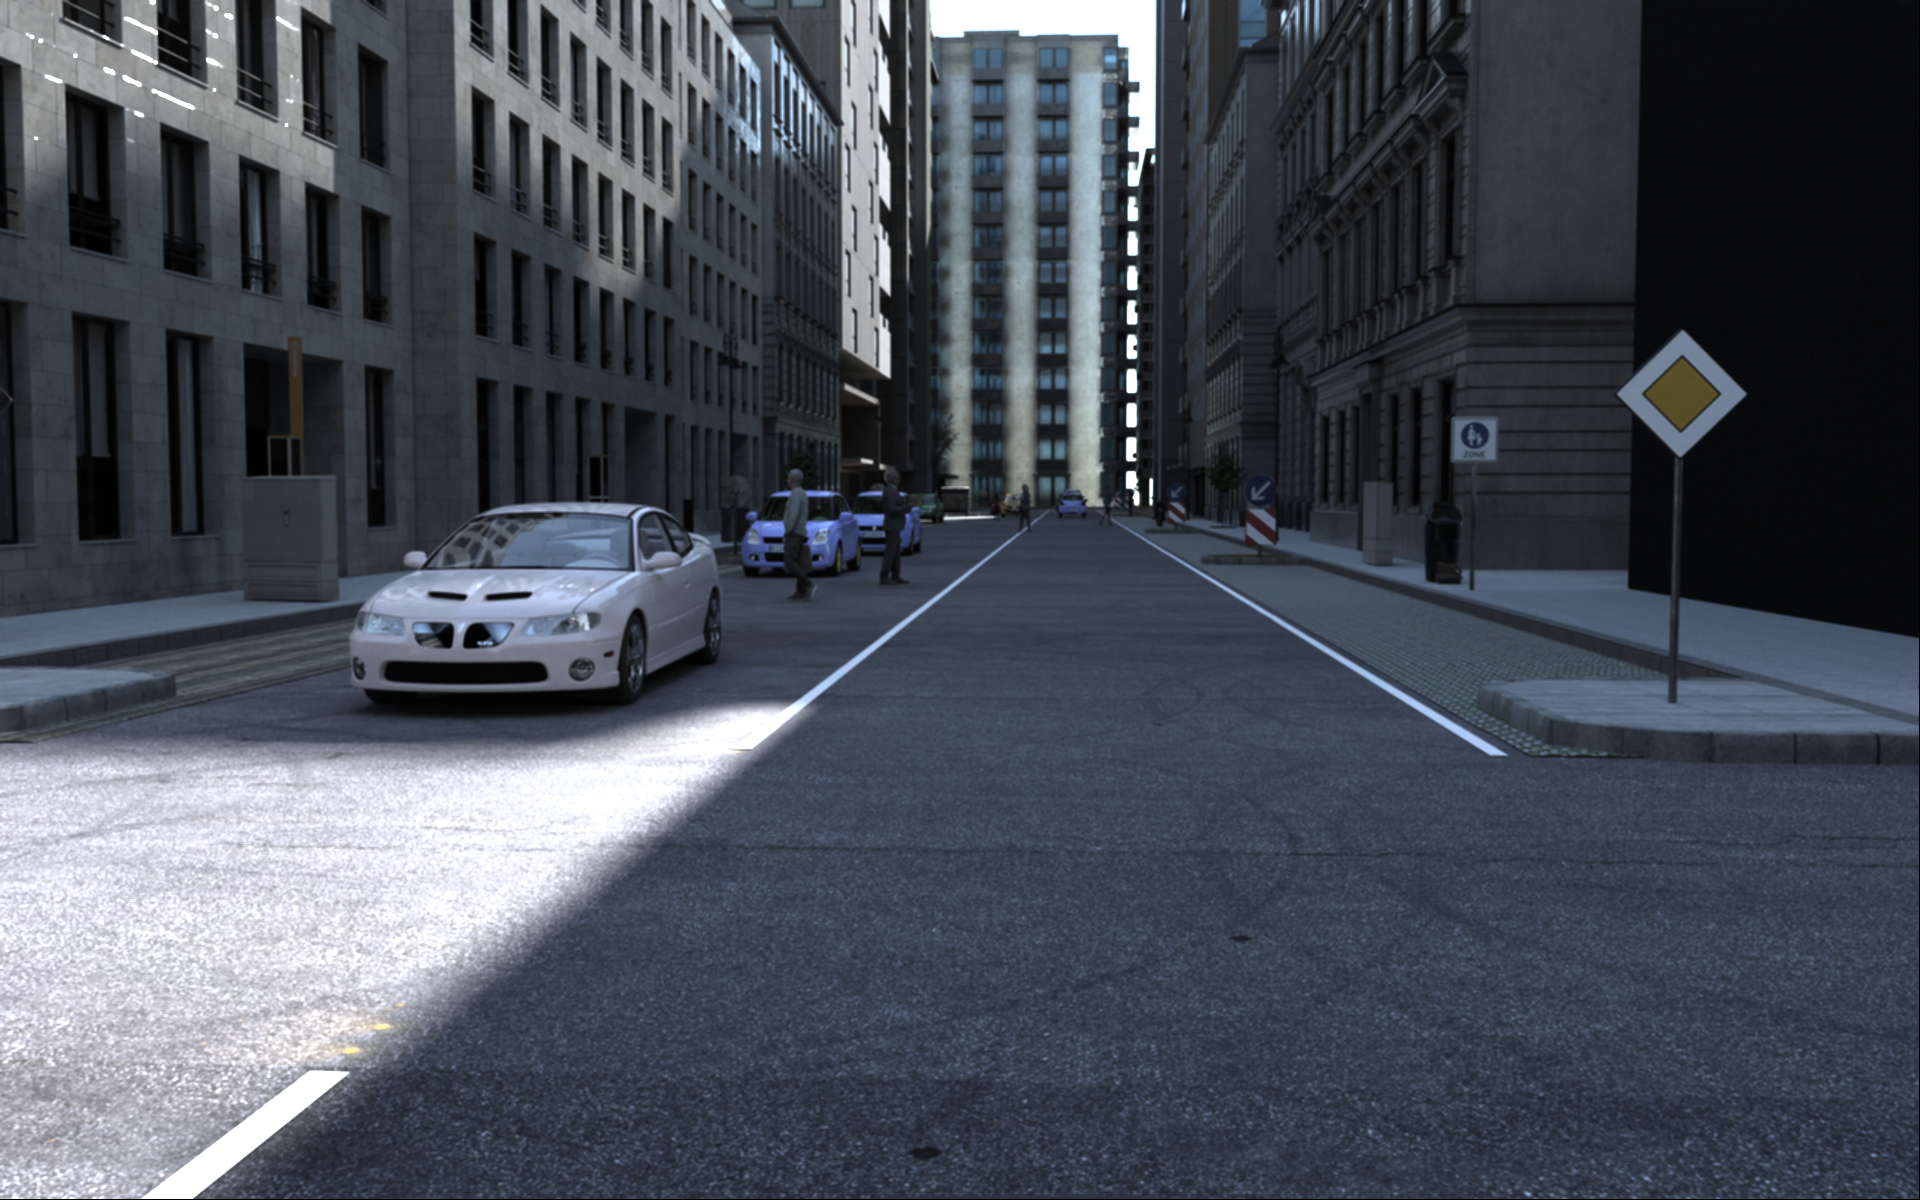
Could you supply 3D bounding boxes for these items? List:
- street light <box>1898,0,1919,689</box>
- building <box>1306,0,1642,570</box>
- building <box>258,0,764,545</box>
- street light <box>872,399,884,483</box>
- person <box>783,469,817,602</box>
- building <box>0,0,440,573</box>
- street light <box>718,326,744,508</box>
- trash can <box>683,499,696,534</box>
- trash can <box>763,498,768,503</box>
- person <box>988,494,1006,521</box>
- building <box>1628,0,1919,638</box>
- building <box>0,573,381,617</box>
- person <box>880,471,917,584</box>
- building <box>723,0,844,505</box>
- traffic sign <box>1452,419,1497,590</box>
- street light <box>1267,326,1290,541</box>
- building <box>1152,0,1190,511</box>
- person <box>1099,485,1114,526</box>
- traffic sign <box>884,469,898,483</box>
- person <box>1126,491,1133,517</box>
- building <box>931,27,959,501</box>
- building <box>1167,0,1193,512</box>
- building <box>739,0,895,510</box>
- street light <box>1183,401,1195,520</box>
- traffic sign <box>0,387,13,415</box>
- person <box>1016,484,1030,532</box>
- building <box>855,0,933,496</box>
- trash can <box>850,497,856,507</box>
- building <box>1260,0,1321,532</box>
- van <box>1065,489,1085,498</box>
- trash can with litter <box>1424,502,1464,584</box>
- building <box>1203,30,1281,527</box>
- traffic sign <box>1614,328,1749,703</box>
[{"bbox_3d":[6.401,-2.349,11.200,0.468,5.910,1.993,0,4,4],"label":"street light"},{"bbox_3d":[13.680,-10.571,37.456,10.561,19.102,19.286,0,4,4],"label":"building"},{"bbox_3d":[-12.845,-12.206,54.312,10.420,20.320,16.860,0,4,4],"label":"building"},{"bbox_3d":[-3.959,-6.814,84.201,0.468,5.910,1.993,0,4,4],"label":"street light"},{"bbox_3d":[-2.153,-0.881,23.387,0.515,1.767,0.782,0,4,4],"label":"person"},{"bbox_3d":[-13.069,-11.175,37.464,10.420,20.320,16.860,0,4,4],"label":"building"},{"bbox_3d":[-6.331,-4.597,47.948,0.468,5.910,1.993,0,4,4],"label":"street light"},{"bbox_3d":[-7.517,-2.156,46.910,0.748,1.137,0.748,0,3,0],"label":"trash can"},{"bbox_3d":[-6.303,-2.872,58.611,0.748,1.137,0.748,0,3,0],"label":"trash can"},{"bbox_3d":[1.984,-5.020,93.837,1.065,1.426,0.557,-2,4,-25],"label":"person"},{"bbox_3d":[16.557,-11.405,16.142,15.834,23.373,12.332,0,4,4],"label":"building"},{"bbox_3d":[-14.927,-10.151,20.720,10.420,20.320,16.860,0,4,4],"label":"building"},{"bbox_3d":[-0.990,-1.154,27.547,0.590,1.801,0.661,-1,4,-9],"label":"person"},{"bbox_3d":[-10.855,-13.658,72.452,9.793,20.994,18.267,0,4,4],"label":"building"},{"bbox_3d":[6.835,-1.281,23.068,0.606,2.300,0.079,0,4,6],"label":"traffic sign"},{"bbox_3d":[8.748,-4.584,47.736,0.468,5.910,1.993,0,4,4],"label":"street light"},{"bbox_3d":[26.789,-36.860,144.656,21.231,58.520,28.212,0,4,4],"label":"building"},{"bbox_3d":[6.667,-4.290,78.671,0.654,1.822,0.581,1,4,20],"label":"person"},{"bbox_3d":[-3.453,-5.294,86.663,0.768,2.556,0.104,1,4,12],"label":"traffic sign"},{"bbox_3d":[10.754,-6.100,109.712,0.415,1.643,0.593,0,4,3],"label":"person"},{"bbox_3d":[-15.215,-30.394,151.568,28.867,44.769,22.147,0,4,4],"label":"building"},{"bbox_3d":[26.391,-30.324,115.408,23.786,49.044,30.456,0,4,4],"label":"building"},{"bbox_3d":[-18.494,-31.254,100.248,28.713,52.752,27.495,0,4,4],"label":"building"},{"bbox_3d":[11.220,-6.866,85.049,0.468,5.910,1.993,0,4,4],"label":"street light"},{"bbox_3d":[-6.548,-0.467,11.286,0.795,2.450,0.064,0,4,4],"label":"traffic sign"},{"bbox_3d":[2.402,-3.438,64.892,0.526,1.800,0.537,-2,4,-24],"label":"person"},{"bbox_3d":[-9.490,-26.742,120.823,14.154,41.232,14.086,0,4,4],"label":"building"},{"bbox_3d":[-5.048,-4.507,85.339,0.748,1.137,0.748,0,3,0],"label":"trash can"},{"bbox_3d":[16.399,-13.938,56.766,11.050,23.489,19.941,0,4,4],"label":"building"},{"bbox_3d":[10.175,-9.087,155.586,2.013,2.044,4.112,0,4,6],"label":"van"},{"bbox_3d":[7.086,-0.839,25.108,0.624,1.170,1.055,0,4,3],"label":"trash can with litter"},{"bbox_3d":[16.226,-13.883,76.133,9.793,20.994,18.267,0,4,4],"label":"building"},{"bbox_3d":[4.373,-0.424,10.573,0.795,2.450,0.064,0,4,4],"label":"traffic sign"}]
